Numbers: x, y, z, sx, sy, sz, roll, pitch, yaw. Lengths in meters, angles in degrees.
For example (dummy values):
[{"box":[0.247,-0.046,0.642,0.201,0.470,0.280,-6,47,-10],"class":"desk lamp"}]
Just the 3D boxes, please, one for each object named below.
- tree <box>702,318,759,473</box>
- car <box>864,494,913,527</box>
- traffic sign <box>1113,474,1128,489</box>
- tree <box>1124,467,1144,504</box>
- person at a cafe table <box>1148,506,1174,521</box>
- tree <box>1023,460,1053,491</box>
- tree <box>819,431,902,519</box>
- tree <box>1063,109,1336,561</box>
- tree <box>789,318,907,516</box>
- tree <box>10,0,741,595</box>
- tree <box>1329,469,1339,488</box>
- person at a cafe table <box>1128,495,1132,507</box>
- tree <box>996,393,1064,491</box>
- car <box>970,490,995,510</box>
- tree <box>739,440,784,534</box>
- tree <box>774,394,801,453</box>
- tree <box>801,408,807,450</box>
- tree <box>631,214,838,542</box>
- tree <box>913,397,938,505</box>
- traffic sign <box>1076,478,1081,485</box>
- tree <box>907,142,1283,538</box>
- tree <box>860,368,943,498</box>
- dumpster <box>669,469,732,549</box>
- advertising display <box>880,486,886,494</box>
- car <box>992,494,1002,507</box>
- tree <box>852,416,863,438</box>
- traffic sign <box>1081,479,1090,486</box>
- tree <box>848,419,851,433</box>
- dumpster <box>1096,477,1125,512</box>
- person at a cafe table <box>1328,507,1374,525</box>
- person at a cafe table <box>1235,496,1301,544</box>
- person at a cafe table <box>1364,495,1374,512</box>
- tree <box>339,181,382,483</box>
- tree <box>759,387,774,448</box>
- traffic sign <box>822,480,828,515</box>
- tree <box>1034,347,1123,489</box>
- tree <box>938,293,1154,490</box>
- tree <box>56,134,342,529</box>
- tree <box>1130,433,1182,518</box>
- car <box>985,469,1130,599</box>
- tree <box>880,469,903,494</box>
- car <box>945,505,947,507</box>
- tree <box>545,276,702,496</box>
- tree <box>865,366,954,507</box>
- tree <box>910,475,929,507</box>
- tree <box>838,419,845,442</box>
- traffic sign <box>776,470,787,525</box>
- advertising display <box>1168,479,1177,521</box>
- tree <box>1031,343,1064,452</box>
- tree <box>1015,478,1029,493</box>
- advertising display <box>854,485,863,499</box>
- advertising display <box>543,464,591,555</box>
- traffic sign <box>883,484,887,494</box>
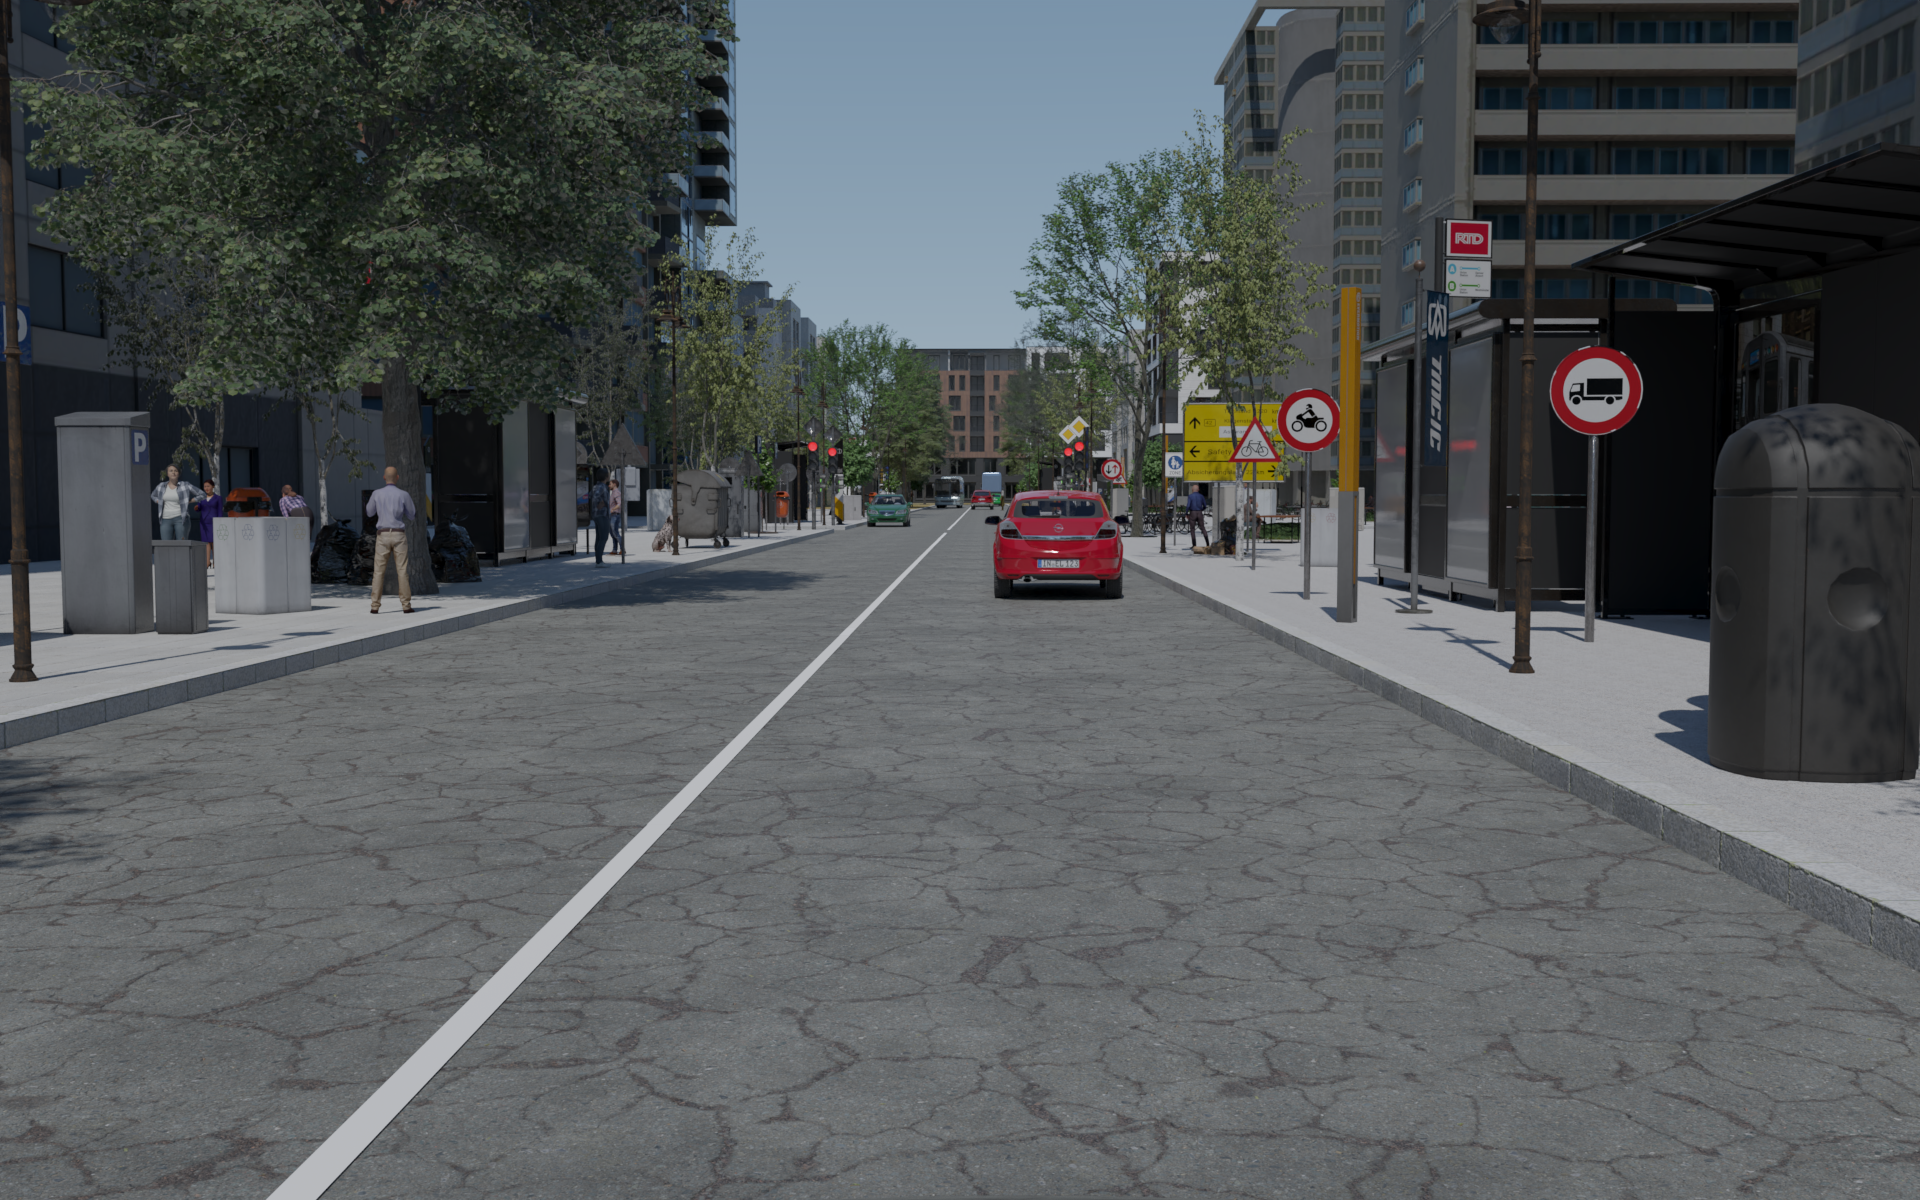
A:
[{"box":[-10.948,-7.450,72.162,4.360,8.622,3.978,0,3,0],"class":"tree"},{"box":[-3.150,-3.984,76.935,2.131,1.459,4.920,0,3,0],"class":"car"},{"box":[8.381,-5.580,91.243,0.884,2.594,0.081,0,4,6],"class":"traffic sign"},{"box":[12.490,-7.902,123.796,1.663,3.219,1.824,0,3,0],"class":"tree"},{"box":[9.339,-4.323,81.542,1.726,1.238,1.698,1,4,16],"class":"person at a cafe table"},{"box":[7.135,-10.381,153.435,4.285,4.588,4.351,0,3,0],"class":"tree"},{"box":[-5.829,-6.522,90.352,4.285,4.588,4.351,0,3,0],"class":"tree"},{"box":[5.250,-5.049,32.913,4.737,8.622,4.395,0,3,0],"class":"tree"},{"box":[-6.154,-10.720,101.034,9.928,11.665,9.643,0,3,0],"class":"tree"},{"box":[-7.039,-7.035,21.682,9.857,13.997,8.962,0,3,0],"class":"tree"},{"box":[24.933,-7.280,113.633,1.663,3.219,1.824,0,3,0],"class":"tree"},{"box":[12.664,-7.592,132.637,1.698,1.524,1.622,-1,4,-10],"class":"person at a cafe table"},{"box":[7.342,-15.545,172.284,7.486,12.596,7.792,0,3,0],"class":"tree"},{"box":[2.062,-9.199,159.081,2.281,1.827,5.304,0,4,2],"class":"car"},{"box":[-6.335,-3.773,56.289,1.663,3.219,1.824,0,3,0],"class":"tree"},{"box":[-13.418,-10.188,116.934,4.360,8.622,3.978,0,3,0],"class":"tree"},{"box":[-12.641,-10.601,123.687,4.360,8.622,3.978,0,3,0],"class":"tree"},{"box":[-6.479,-5.892,46.694,4.737,8.622,4.395,0,3,0],"class":"tree"},{"box":[-4.162,-18.324,209.967,12.009,13.543,11.850,0,3,0],"class":"tree"},{"box":[7.932,-7.211,118.003,0.768,2.556,0.104,0,4,6],"class":"traffic sign"},{"box":[5.433,-7.663,51.045,9.928,11.665,9.643,0,3,0],"class":"tree"},{"box":[-5.138,-14.491,155.047,7.486,12.596,7.792,0,3,0],"class":"tree"},{"box":[-6.191,-2.172,41.266,1.264,1.857,1.865,0,4,1],"class":"dumpster"},{"box":[-6.120,-7.771,132.271,0.974,1.923,0.123,-1,4,-9],"class":"advertising display"},{"box":[4.032,-11.612,198.655,1.959,1.807,4.718,0,4,2],"class":"car"},{"box":[-9.886,-11.663,141.046,4.737,8.622,4.395,0,3,0],"class":"tree"},{"box":[8.186,-6.930,113.305,0.884,2.594,0.081,0,4,2],"class":"traffic sign"},{"box":[-11.964,-11.348,135.894,4.737,8.622,4.395,0,3,0],"class":"tree"},{"box":[8.218,-5.615,94.306,1.502,2.255,1.985,0,4,1],"class":"dumpster"},{"box":[16.211,-3.895,72.201,1.698,1.524,1.622,0,4,-3],"class":"person at a cafe table"},{"box":[8.065,-2.111,45.382,1.726,1.238,1.698,1,4,20],"class":"person at a cafe table"},{"box":[24.306,-5.700,104.054,1.726,1.238,1.698,3,5,43],"class":"person at a cafe table"},{"box":[-14.137,-5.355,37.916,4.360,8.622,3.978,0,3,0],"class":"tree"},{"box":[-12.631,-8.733,93.145,4.360,8.622,3.978,0,3,0],"class":"tree"},{"box":[-8.426,-6.489,106.193,0.768,2.556,0.104,0,4,4],"class":"traffic sign"},{"box":[5.866,-8.350,86.892,4.360,8.622,3.978,0,3,0],"class":"tree"},{"box":[6.661,-11.887,104.725,12.009,13.543,11.850,0,3,0],"class":"tree"},{"box":[-14.343,-5.030,32.607,4.360,8.622,3.978,0,3,0],"class":"tree"},{"box":[10.855,-6.760,94.243,4.285,4.588,4.351,0,3,0],"class":"tree"},{"box":[1.419,-0.993,25.275,2.155,1.783,4.494,0,4,3],"class":"car"},{"box":[-5.173,-8.300,130.299,1.663,3.219,1.824,0,3,0],"class":"tree"},{"box":[-0.821,-11.100,190.282,1.959,1.807,4.718,0,4,0],"class":"car"},{"box":[-11.377,-6.441,55.676,4.360,8.622,3.978,0,3,0],"class":"tree"},{"box":[-5.042,-15.870,166.133,9.857,13.997,8.962,0,3,0],"class":"tree"},{"box":[-4.738,-11.614,173.602,4.285,4.588,4.351,0,3,0],"class":"tree"},{"box":[-12.081,-10.975,129.798,4.737,8.622,4.395,0,3,0],"class":"tree"},{"box":[-7.501,-4.295,72.353,0.606,2.300,0.079,0,4,5],"class":"traffic sign"},{"box":[8.758,-4.112,72.450,0.123,1.923,0.974,3,5,42],"class":"advertising display"},{"box":[5.649,-7.926,79.960,4.737,8.622,4.395,0,3,0],"class":"tree"},{"box":[7.814,-13.514,215.547,1.663,3.219,1.824,0,3,0],"class":"tree"},{"box":[-7.093,-6.989,119.478,0.974,1.923,0.123,3,5,42],"class":"advertising display"},{"box":[-8.322,-1.924,36.671,0.974,1.923,0.123,-1,4,-15],"class":"advertising display"},{"box":[-5.840,-8.288,137.644,0.606,2.300,0.079,0,4,6],"class":"traffic sign"}]
